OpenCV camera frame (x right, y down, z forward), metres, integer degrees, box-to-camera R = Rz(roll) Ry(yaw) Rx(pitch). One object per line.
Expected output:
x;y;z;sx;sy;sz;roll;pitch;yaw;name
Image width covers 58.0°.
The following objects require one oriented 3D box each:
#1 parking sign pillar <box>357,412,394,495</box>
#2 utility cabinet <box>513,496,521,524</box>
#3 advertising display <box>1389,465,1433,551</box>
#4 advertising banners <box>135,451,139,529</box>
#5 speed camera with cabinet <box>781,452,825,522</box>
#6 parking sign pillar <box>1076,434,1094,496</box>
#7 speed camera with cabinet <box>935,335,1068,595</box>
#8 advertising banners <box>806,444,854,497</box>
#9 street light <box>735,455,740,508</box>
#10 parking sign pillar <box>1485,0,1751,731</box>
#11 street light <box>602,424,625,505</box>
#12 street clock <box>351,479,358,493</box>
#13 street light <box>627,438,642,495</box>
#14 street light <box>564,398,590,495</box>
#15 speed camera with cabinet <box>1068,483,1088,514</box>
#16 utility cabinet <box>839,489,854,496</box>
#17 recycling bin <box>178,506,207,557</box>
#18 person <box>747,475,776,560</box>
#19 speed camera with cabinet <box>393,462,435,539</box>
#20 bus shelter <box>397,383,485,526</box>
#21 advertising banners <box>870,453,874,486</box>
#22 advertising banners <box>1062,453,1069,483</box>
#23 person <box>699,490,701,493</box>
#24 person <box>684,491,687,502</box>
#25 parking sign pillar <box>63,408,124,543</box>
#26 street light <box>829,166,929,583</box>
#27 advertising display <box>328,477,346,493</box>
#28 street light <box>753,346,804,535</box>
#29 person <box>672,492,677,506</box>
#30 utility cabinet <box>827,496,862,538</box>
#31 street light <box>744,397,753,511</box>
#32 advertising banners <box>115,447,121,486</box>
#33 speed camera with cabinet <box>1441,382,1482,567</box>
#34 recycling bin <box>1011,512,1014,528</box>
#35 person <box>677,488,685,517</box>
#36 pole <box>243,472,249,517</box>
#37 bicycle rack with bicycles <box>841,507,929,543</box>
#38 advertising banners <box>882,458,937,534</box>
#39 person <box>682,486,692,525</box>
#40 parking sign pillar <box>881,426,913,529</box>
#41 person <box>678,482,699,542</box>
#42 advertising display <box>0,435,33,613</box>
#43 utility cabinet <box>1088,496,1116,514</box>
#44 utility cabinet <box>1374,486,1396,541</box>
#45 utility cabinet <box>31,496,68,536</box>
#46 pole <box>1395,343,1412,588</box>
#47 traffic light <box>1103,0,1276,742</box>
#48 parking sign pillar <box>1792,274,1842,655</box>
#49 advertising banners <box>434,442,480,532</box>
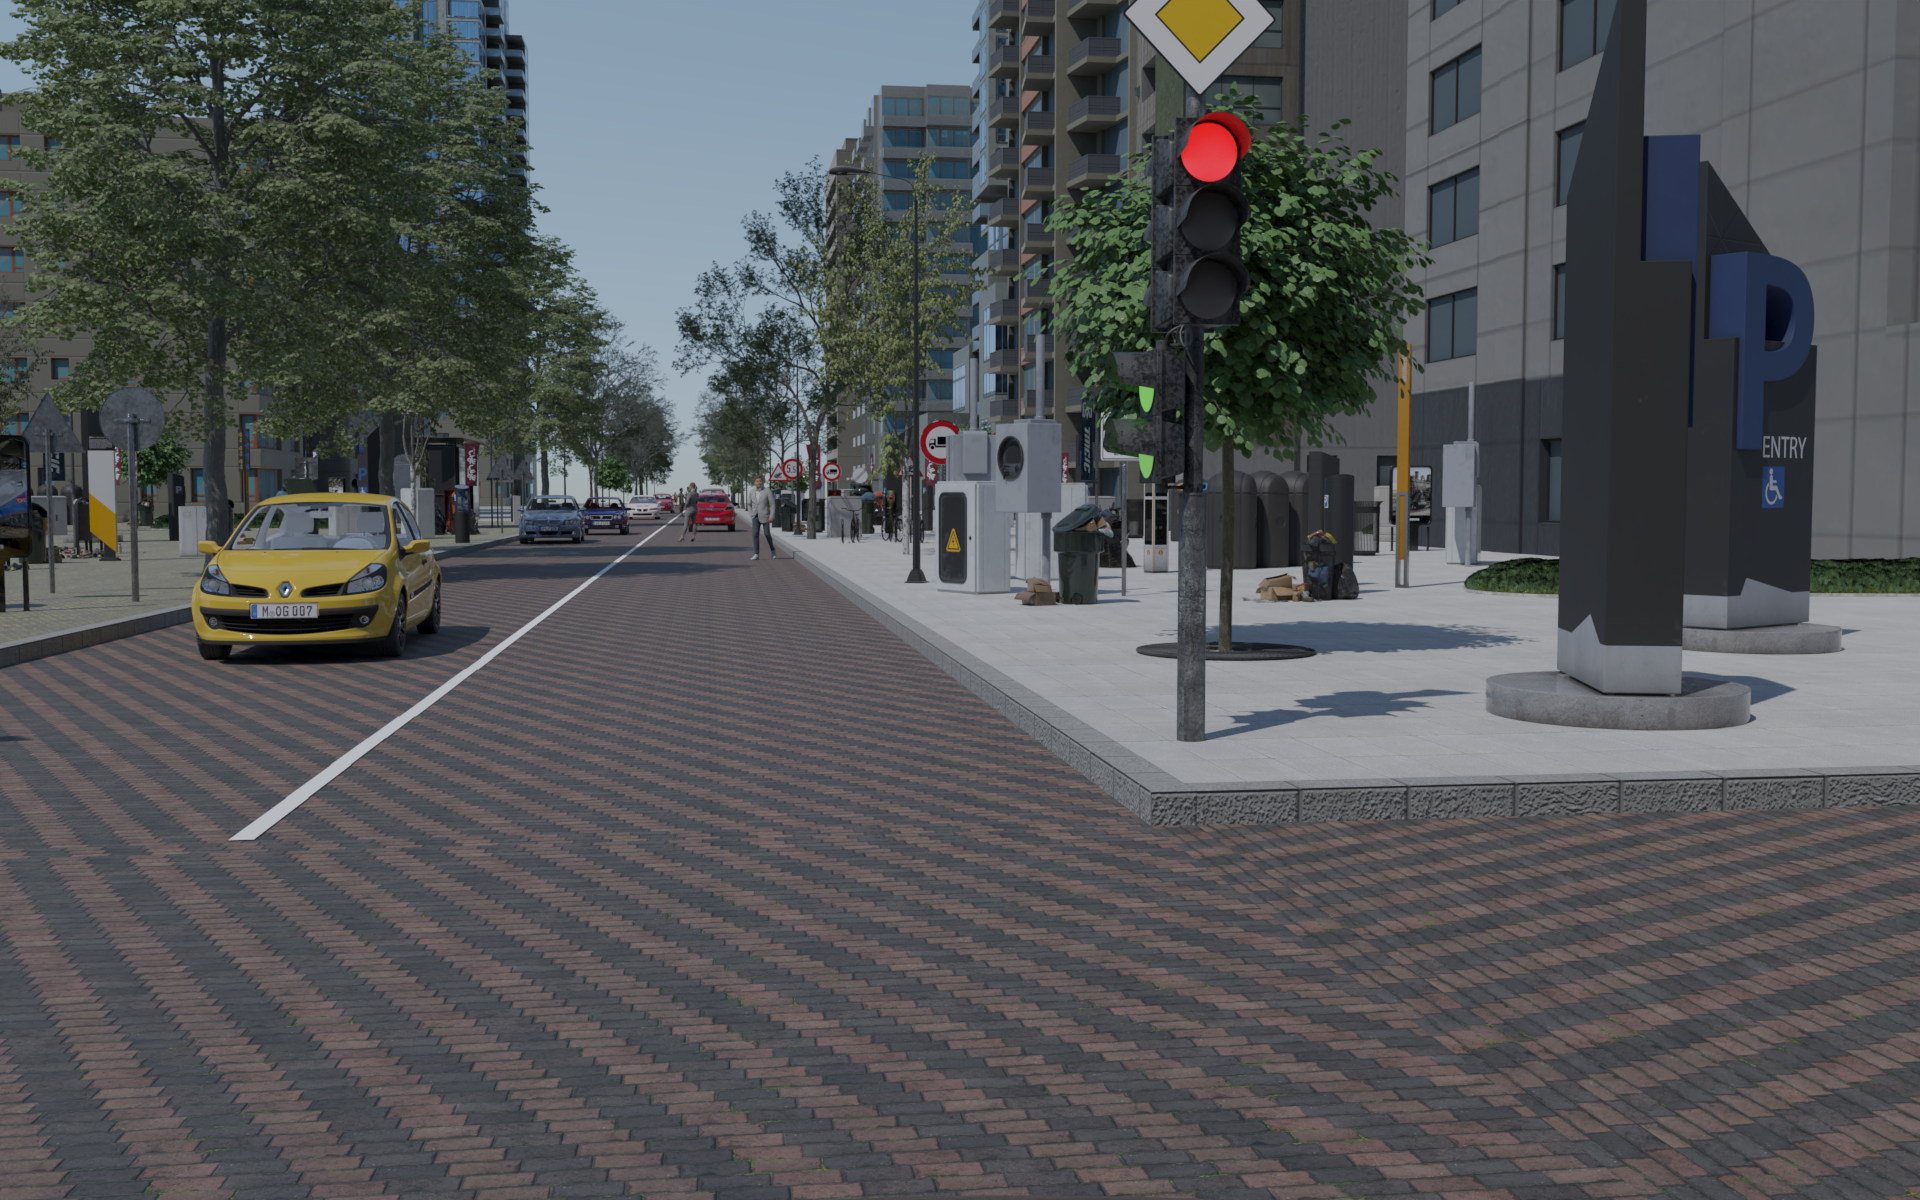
-18.921;-4.139;56.146;1.447;3.967;1.447;1;4;21;parking sign pillar
-18.941;-3.847;74.058;0.306;1.237;1.020;-1;4;-17;utility cabinet
10.120;-2.061;38.918;0.974;1.923;0.123;-1;4;-9;advertising display
-30.660;-4.177;64.487;0.090;3.025;2.074;-2;4;-26;advertising banners
-7.102;-5.095;77.640;2.038;3.252;0.660;0;4;3;speed camera with cabinet
5.664;-5.511;78.581;1.447;3.967;1.447;2;4;24;parking sign pillar
0.455;-1.695;22.053;0.660;3.252;2.038;-2;4;-34;speed camera with cabinet
-4.392;-3.967;61.056;2.074;3.025;0.090;0;4;-1;advertising banners
-12.086;-7.732;98.951;1.470;5.913;1.316;-1;4;-8;street light
3.818;-1.316;9.983;1.447;3.967;1.447;1;4;8;parking sign pillar
-22.920;-8.632;113.668;1.470;5.913;1.316;-1;4;-8;street light
-28.206;-4.677;81.032;0.471;2.002;0.358;2;4;29;street clock
-27.311;-10.449;143.390;1.470;5.913;1.316;-1;4;-8;street light
-18.542;-6.795;83.638;1.470;5.913;1.316;-1;4;-8;street light
0.841;-1.917;25.680;2.038;3.252;0.660;-1;4;-11;speed camera with cabinet
-4.855;-4.213;77.558;0.318;1.500;1.173;3;5;45;utility cabinet
-15.667;-1.420;35.774;0.722;1.027;0.722;-1;4;-11;recycling bin
-4.333;-1.807;37.890;0.661;1.843;0.795;1;4;17;person
-15.891;-3.399;49.908;0.660;3.252;2.038;-3;5;-45;speed camera with cabinet
-19.563;-5.357;65.217;2.179;5.291;8.768;-1;4;-8;bus shelter
-4.022;-4.847;75.435;0.090;3.025;2.074;-1;4;-16;advertising banners
4.046;-4.762;74.039;0.090;3.025;2.074;-2;4;-32;advertising banners
-22.485;-8.584;149.373;0.617;1.759;0.750;2;4;30;person
-36.324;-13.530;229.804;1.350;1.814;0.705;-3;4;-38;person
-23.115;-3.524;46.082;1.447;3.967;1.447;-2;4;-26;parking sign pillar
-1.164;-3.194;24.766;1.470;5.913;1.316;-1;4;-8;street light
-23.994;-3.764;66.747;0.974;1.923;0.123;3;4;37;advertising display
-5.604;-4.982;53.992;1.470;5.913;1.316;-1;4;-8;street light
-35.097;-12.484;213.348;1.217;1.736;0.721;-1;4;-15;person
-3.408;-2.443;51.103;1.020;1.237;0.306;-2;4;-29;utility cabinet
-9.667;-6.773;83.272;1.470;5.913;1.316;-1;4;-8;street light
-27.407;-3.620;55.379;2.074;3.025;0.090;2;4;31;advertising banners
9.079;-2.262;31.314;0.660;3.252;2.038;1;4;20;speed camera with cabinet
1.618;-3.301;66.530;0.722;1.027;0.722;-1;4;-21;recycling bin
-17.382;-6.099;108.213;0.705;1.824;1.348;1;4;23;person
-30.240;-4.864;73.365;0.158;3.312;0.155;0;3;0;pole
-2.110;-2.000;46.089;2.852;0.926;2.925;0;4;-3;bicycle rack with bicycles
-1.585;-3.656;55.971;2.074;3.025;0.090;2;4;26;advertising banners
-12.657;-4.408;80.750;0.526;1.800;0.537;-2;4;-31;person
-2.169;-4.601;63.700;1.447;3.967;1.447;-2;4;-24;parking sign pillar
-8.184;-2.656;52.197;0.573;1.790;0.520;1;4;16;person
-10.497;-0.819;18.612;0.123;1.923;0.974;3;4;37;advertising display
3.970;-2.340;49.417;1.020;1.237;0.306;-3;4;-36;utility cabinet
11.641;-2.309;46.434;0.318;1.500;1.173;-3;4;-36;utility cabinet
-28.277;-2.602;53.712;0.306;1.237;1.020;3;5;43;utility cabinet
6.047;-1.820;23.601;0.158;3.312;0.155;0;3;0;pole
1.184;-1.223;8.909;0.839;4.253;0.868;-1;4;-8;traffic light
6.592;-1.587;14.421;1.447;3.967;1.447;-3;4;-36;parking sign pillar
-17.231;-3.811;58.501;2.074;3.025;0.090;-2;4;-27;advertising banners
